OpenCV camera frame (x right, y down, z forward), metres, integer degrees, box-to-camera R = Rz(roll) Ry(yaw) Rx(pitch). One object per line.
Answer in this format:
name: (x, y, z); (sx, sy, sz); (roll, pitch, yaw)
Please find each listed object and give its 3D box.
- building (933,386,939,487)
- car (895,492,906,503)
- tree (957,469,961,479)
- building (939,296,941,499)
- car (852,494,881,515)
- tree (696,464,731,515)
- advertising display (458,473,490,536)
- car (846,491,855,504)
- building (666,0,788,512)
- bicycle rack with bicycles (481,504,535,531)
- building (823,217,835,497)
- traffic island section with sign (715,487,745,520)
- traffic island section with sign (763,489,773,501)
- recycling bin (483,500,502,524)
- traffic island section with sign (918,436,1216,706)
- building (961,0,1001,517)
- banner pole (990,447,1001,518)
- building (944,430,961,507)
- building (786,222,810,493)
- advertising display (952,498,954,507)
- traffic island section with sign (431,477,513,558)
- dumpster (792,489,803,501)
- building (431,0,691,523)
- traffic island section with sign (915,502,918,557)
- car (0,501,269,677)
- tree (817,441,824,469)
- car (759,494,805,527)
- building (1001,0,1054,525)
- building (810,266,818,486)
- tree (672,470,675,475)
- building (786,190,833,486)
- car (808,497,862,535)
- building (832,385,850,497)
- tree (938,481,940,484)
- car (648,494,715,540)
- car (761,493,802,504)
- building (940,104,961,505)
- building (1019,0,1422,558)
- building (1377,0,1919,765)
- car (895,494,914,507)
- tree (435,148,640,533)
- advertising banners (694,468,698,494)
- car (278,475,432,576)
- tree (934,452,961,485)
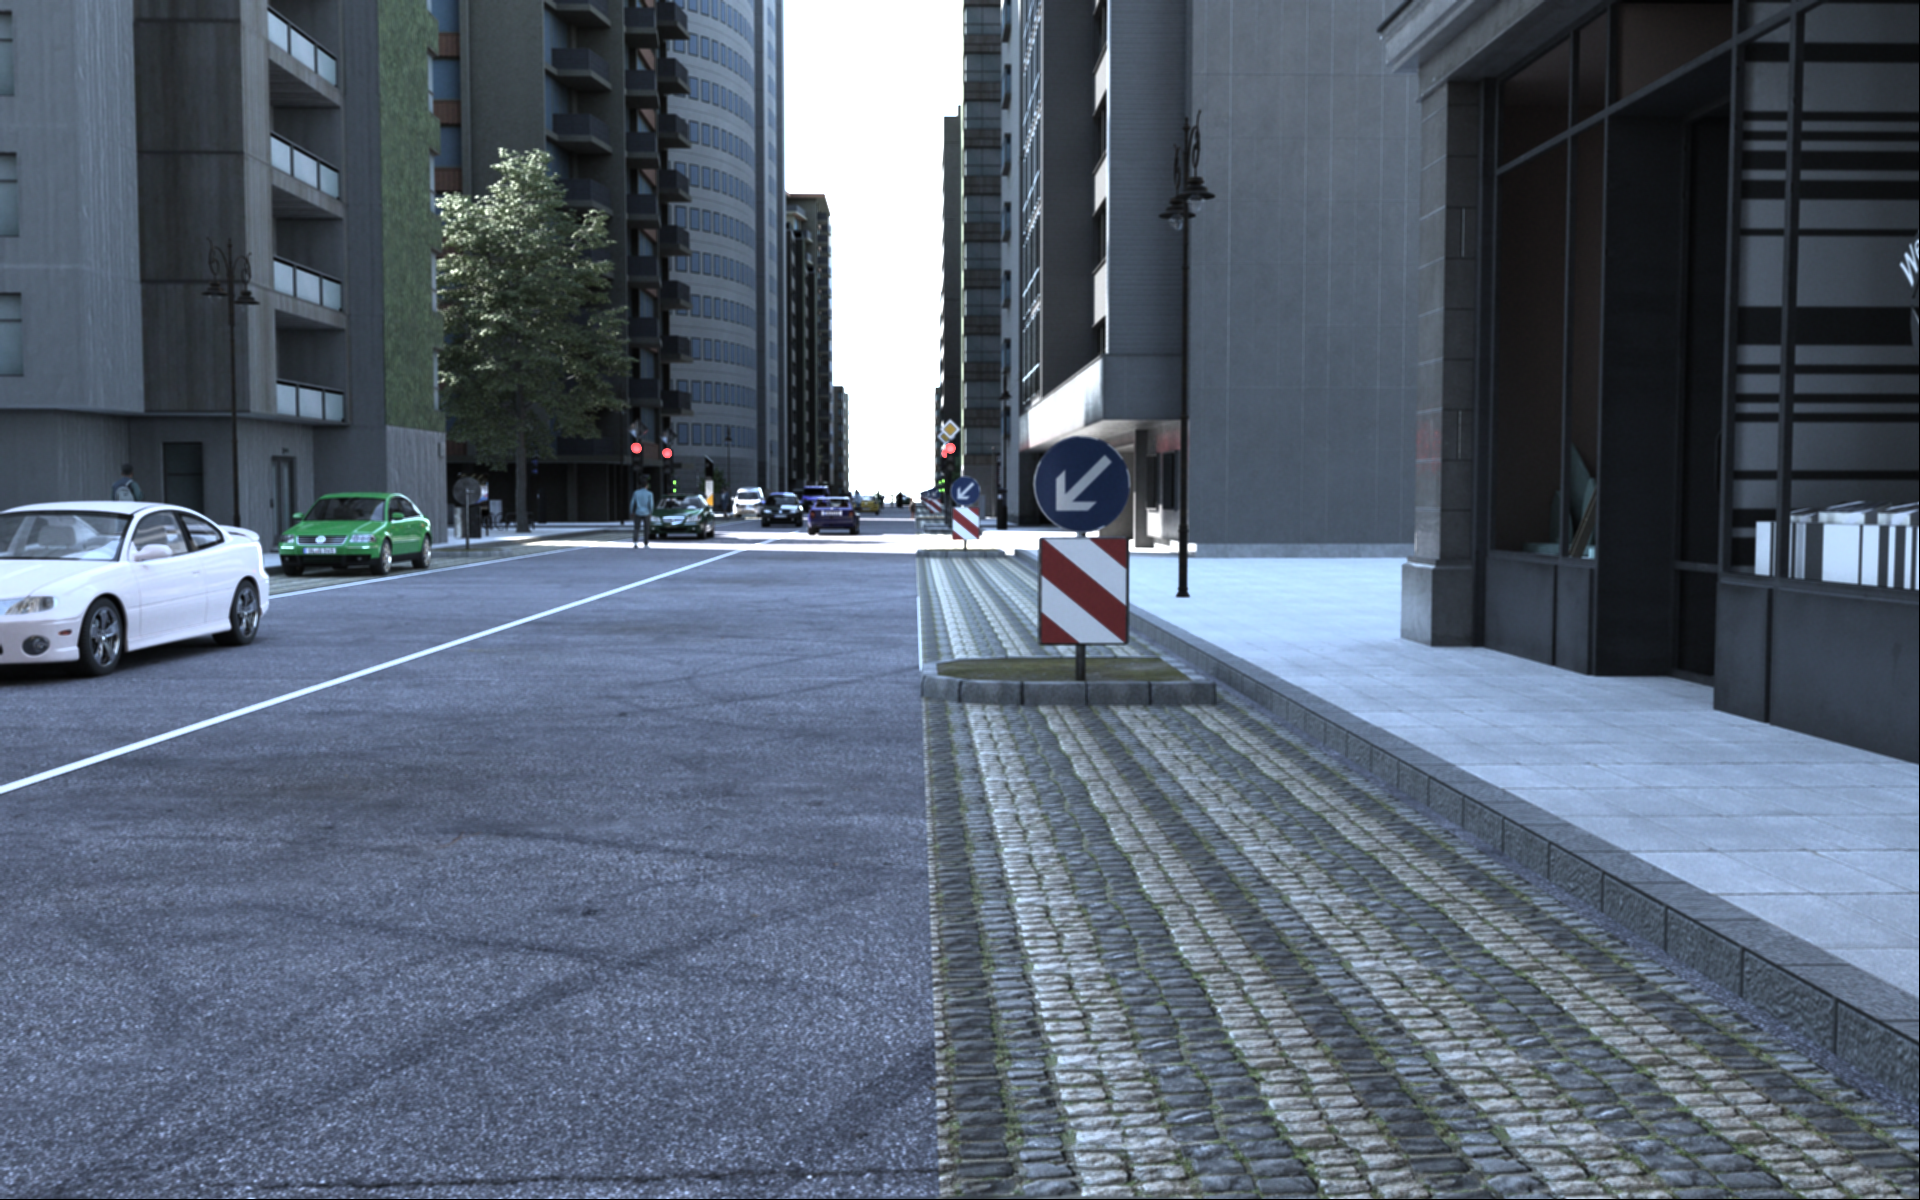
building: (9.357, -27.397, 292.975); (27.650, 21.520, 28.899); (0, 4, -2)
car: (-9.955, -17.445, 293.902); (2.281, 1.827, 5.304); (0, 4, 0)
tree: (0.388, -7.062, 110.059); (1.663, 3.219, 1.824); (0, 3, 0)
building: (4.013, -29.027, 246.292); (14.160, 30.474, 14.107); (0, 4, -2)
car: (-6.433, -6.669, 119.260); (2.015, 1.641, 3.980); (0, 4, -2)
tree: (-15.543, -6.988, 108.853); (1.663, 3.219, 1.824); (0, 3, 0)
advertising display: (-14.790, -2.905, 52.705); (0.974, 1.923, 0.123); (-3, 5, -42)
car: (-12.461, -11.913, 203.442); (2.281, 1.827, 5.304); (0, 4, -3)
building: (-27.634, -37.810, 160.199); (21.231, 58.520, 28.212); (0, 4, -2)
bicycle rack with bicycles: (-16.690, -2.967, 61.885); (2.852, 0.926, 2.925); (1, 4, 19)
building: (-26.712, -37.703, 266.562); (14.600, 45.320, 14.200); (0, 4, -2)
traffic island section with sign: (-12.783, -5.261, 94.641); (1.989, 1.847, 2.006); (0, 4, -2)
traffic island section with sign: (-13.518, -6.951, 122.272); (1.989, 1.847, 2.006); (0, 4, -2)
recycling bin: (-20.068, -3.772, 74.233); (0.722, 1.027, 0.722); (0, 4, -1)
traffic island section with sign: (0.710, -0.243, 12.600); (1.989, 1.847, 2.006); (0, 4, -2)
building: (7.005, -25.534, 101.078); (14.154, 41.232, 14.086); (0, 4, -2)
banner pole: (2.036, -6.300, 93.019); (0.863, 3.779, 0.401); (0, 4, 4)
building: (9.864, -52.083, 164.223); (22.319, 86.520, 31.000); (0, 4, -2)
building: (-23.663, -25.112, 182.288); (14.160, 30.474, 14.107); (0, 4, -2)
advertising display: (-0.536, -7.796, 132.679); (0.123, 1.923, 0.974); (0, 4, -1)
traffic island section with sign: (-11.321, -1.888, 39.500); (1.989, 1.847, 2.006); (0, 4, -2)
dumpster: (-14.170, -9.042, 156.056); (1.865, 1.857, 1.264); (0, 4, 0)
building: (-26.003, -26.620, 89.859); (22.147, 44.769, 28.867); (0, 4, -2)
traffic island section with sign: (-0.003, -1.891, 39.545); (1.989, 1.847, 2.006); (0, 4, -2)
car: (-7.661, -0.166, 15.080); (2.083, 1.381, 4.827); (0, 4, -1)
tree: (-19.430, -16.576, 221.373); (4.360, 8.622, 3.978); (0, 3, 0)
car: (-7.804, -4.058, 76.130); (2.009, 1.686, 4.222); (0, 4, -3)
building: (12.638, -27.958, 80.814); (21.600, 48.544, 21.300); (0, 4, -2)
building: (-24.758, -26.834, 210.431); (14.160, 30.474, 14.107); (0, 4, -2)
tree: (-19.604, -7.716, 109.869); (4.285, 4.588, 4.351); (0, 3, 0)
building: (-29.432, -36.100, 244.861); (22.147, 44.769, 28.867); (0, 4, -2)
car: (-4.485, -3.009, 61.775); (1.945, 1.354, 3.894); (0, 4, -2)
building: (-32.660, -27.132, 288.648); (27.650, 21.520, 28.899); (0, 4, -2)
tree: (-2.290, -14.122, 225.492); (1.663, 3.219, 1.824); (0, 3, 0)
car: (-8.988, -2.699, 55.928); (2.131, 1.459, 4.920); (0, 4, -3)
car: (-8.510, -4.478, 82.808); (1.945, 1.707, 3.694); (0, 4, -3)
building: (8.416, -36.005, 212.382); (21.300, 48.544, 21.600); (0, 4, -2)
building: (9.647, -14.056, 48.878); (14.314, 24.678, 30.058); (0, 4, -2)
building: (8.399, -9.951, 13.607); (10.553, 20.767, 40.483); (0, 4, -2)
car: (-6.250, -11.178, 194.555); (2.131, 1.459, 4.920); (0, 4, -3)
tree: (-14.458, -8.491, 56.952); (7.486, 12.596, 7.792); (0, 3, 0)
advertising banners: (-17.691, -7.345, 116.271); (0.090, 3.025, 2.074); (0, 4, -2)
car: (-10.966, -1.395, 31.610); (1.959, 1.807, 4.718); (0, 4, -3)
tree: (0.783, -8.070, 115.661); (4.285, 4.588, 4.351); (0, 3, 0)
